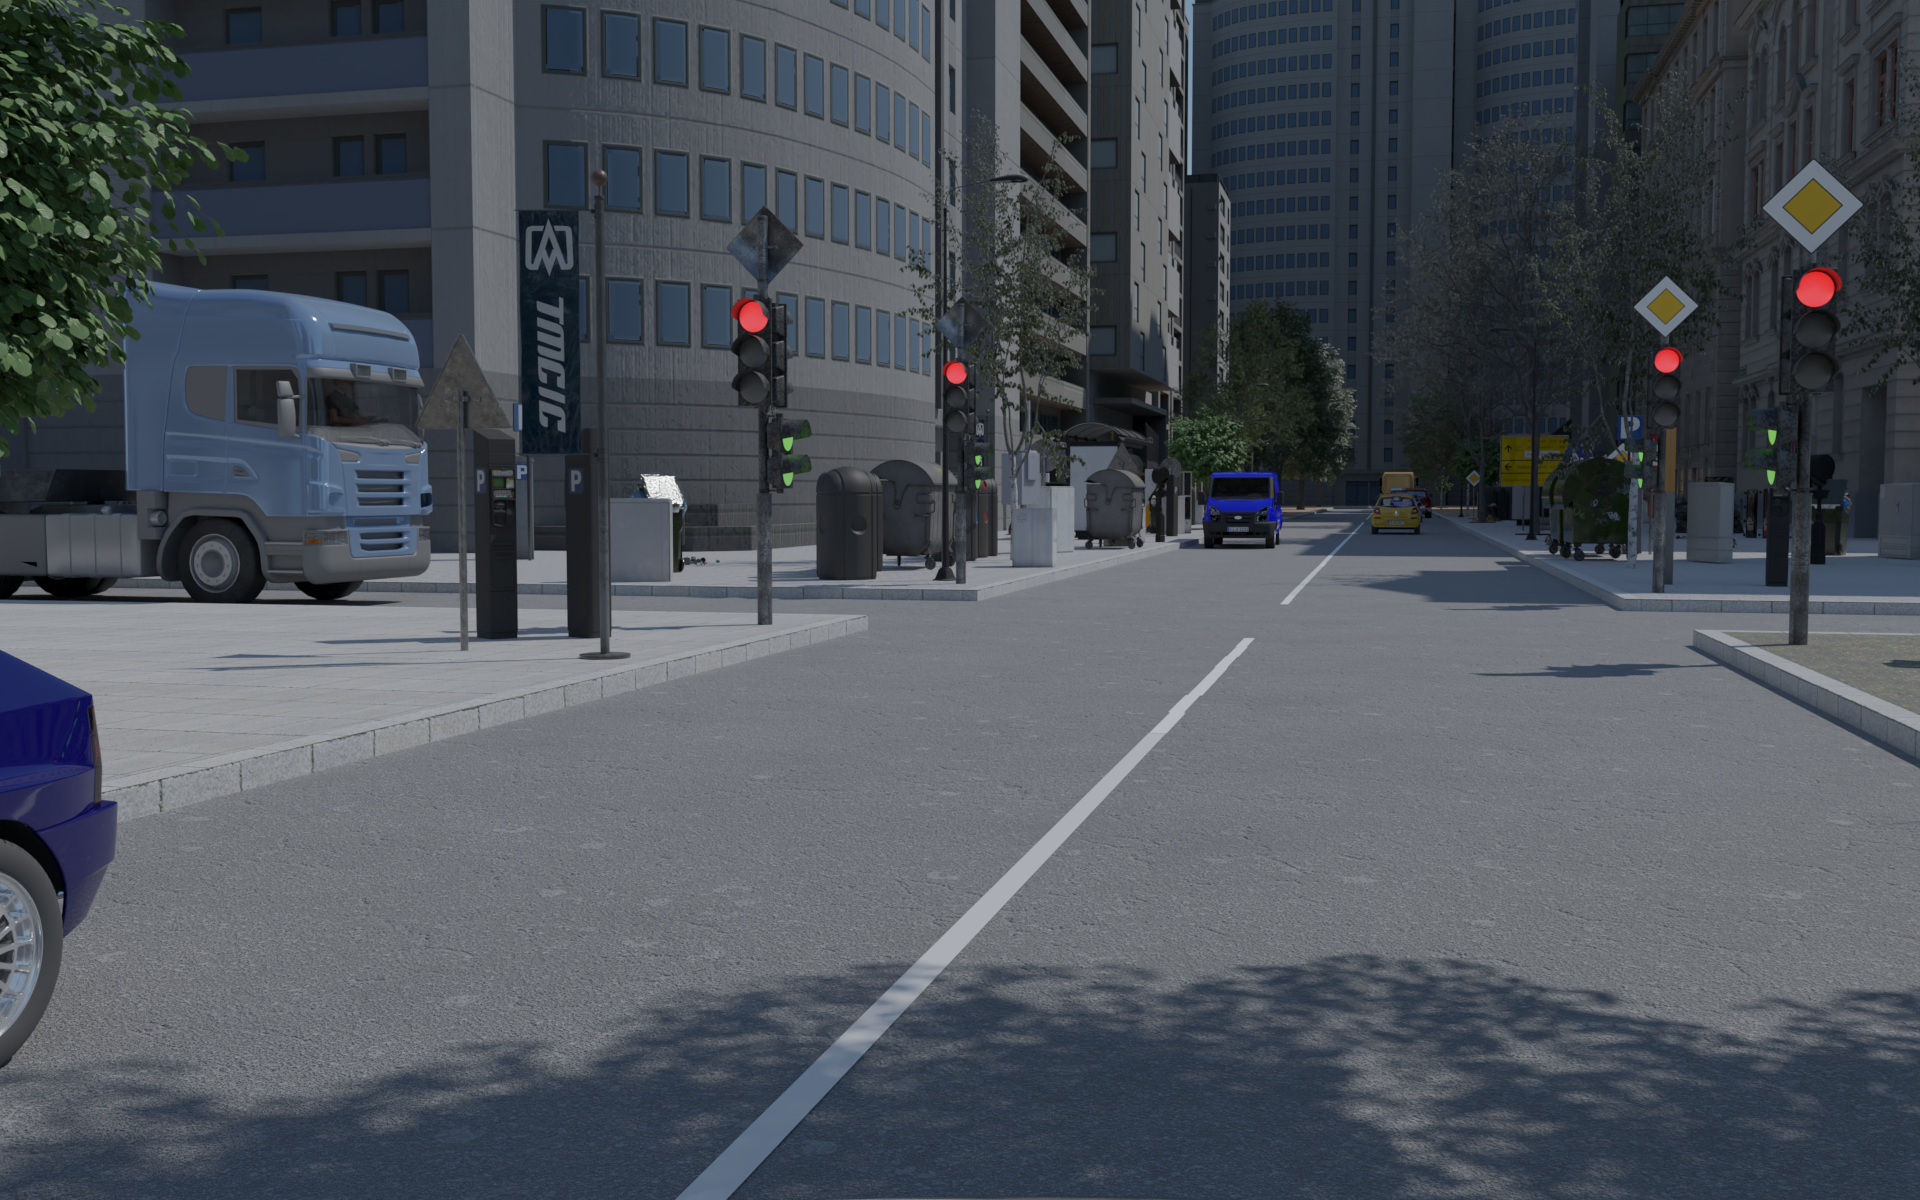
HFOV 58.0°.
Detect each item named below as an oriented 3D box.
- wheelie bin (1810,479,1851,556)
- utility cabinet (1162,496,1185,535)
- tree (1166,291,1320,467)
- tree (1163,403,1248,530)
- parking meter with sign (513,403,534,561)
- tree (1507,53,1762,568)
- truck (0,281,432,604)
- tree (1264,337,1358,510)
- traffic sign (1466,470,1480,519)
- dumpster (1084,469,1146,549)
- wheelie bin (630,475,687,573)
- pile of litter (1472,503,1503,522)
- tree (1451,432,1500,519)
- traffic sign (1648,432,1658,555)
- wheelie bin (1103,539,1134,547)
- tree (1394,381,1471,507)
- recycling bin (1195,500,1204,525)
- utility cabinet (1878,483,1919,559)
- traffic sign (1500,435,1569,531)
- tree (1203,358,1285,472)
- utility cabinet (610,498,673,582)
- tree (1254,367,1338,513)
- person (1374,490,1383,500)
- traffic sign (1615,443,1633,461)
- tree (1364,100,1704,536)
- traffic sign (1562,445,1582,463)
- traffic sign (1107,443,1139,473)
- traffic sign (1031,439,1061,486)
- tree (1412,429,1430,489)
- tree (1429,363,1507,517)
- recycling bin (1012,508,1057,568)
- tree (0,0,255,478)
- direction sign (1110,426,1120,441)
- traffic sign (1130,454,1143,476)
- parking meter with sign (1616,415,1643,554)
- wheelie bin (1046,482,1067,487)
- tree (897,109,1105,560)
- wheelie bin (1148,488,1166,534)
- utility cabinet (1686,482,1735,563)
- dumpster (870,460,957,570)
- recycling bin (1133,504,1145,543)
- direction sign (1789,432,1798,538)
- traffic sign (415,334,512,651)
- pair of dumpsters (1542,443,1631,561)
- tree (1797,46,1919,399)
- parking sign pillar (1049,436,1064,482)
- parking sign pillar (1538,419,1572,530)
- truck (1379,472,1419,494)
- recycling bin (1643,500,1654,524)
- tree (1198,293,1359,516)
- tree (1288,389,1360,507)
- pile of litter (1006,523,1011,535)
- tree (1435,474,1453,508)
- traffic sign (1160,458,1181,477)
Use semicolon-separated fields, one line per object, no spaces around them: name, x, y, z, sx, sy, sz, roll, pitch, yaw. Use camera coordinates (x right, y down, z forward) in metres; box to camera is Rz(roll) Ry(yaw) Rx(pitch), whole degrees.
wheelie bin;18.228;-1.739;36.346;0.980;1.594;0.693;3;5;45
utility cabinet;6.727;-2.673;54.865;0.306;1.237;1.020;3;5;40
tree;12.954;-8.869;79.422;7.601;10.594;8.767;1;4;9
tree;8.980;-4.844;62.910;4.285;4.588;4.351;0;3;0
parking meter with sign;-8.636;-2.310;34.033;0.543;3.016;1.738;-2;4;-25
tree;11.669;-4.864;29.892;4.360;8.622;3.978;0;3;0
truck;-15.638;-2.110;24.261;18.799;4.110;2.967;1;4;16
tree;28.018;-14.399;142.073;9.857;13.997;8.962;0;3;0
traffic sign;24.619;-5.002;82.975;0.795;2.450;0.064;1;4;18
dumpster;3.646;-2.148;40.872;1.264;1.857;1.865;1;4;14
wheelie bin;-4.960;-1.245;28.270;0.980;1.594;0.693;-3;5;-42
pile of litter;24.817;-4.127;81.447;1.176;0.858;1.719;-1;4;-8
tree;26.907;-6.448;89.131;4.285;4.588;4.351;0;3;0
traffic sign;14.607;-2.238;36.588;0.884;2.594;0.081;1;4;14
wheelie bin;3.822;-2.110;42.412;0.980;1.594;0.693;-2;4;-25
tree;46.566;-15.406;170.016;7.486;12.596;7.792;0;3;0
recycling bin;9.909;-3.702;73.081;0.722;1.027;0.722;1;4;9
utility cabinet;18.654;-1.568;34.313;0.318;1.500;1.173;0;4;0
traffic sign;19.858;-4.041;59.939;2.265;3.308;0.079;1;4;14
tree;14.862;-8.538;89.957;4.737;8.622;4.395;0;3;0
utility cabinet;-4.744;-0.872;25.418;1.020;1.237;0.306;0;4;-1
tree;21.886;-11.792;118.557;9.928;11.665;9.643;0;3;0
person;34.940;-8.240;143.938;1.217;1.736;0.721;-1;4;-18
traffic sign;14.906;-2.314;39.019;0.795;2.450;0.064;1;4;17
tree;17.954;-8.781;53.939;12.009;13.543;11.850;0;3;0
traffic sign;15.973;-2.736;44.841;0.768;2.556;0.104;1;4;19
traffic sign;4.087;-2.680;43.829;0.884;2.594;0.081;1;4;20
traffic sign;1.932;-2.433;39.889;0.768;2.556;0.104;1;4;16
tree;39.781;-11.799;143.280;4.360;8.622;3.978;0;3;0
tree;29.133;-9.047;98.288;4.360;8.622;3.978;0;3;0
recycling bin;1.317;-1.103;30.593;0.722;1.027;0.722;1;4;9
tree;-5.366;-1.525;8.653;4.285;4.588;4.351;0;3;0
direction sign;5.165;-4.020;57.726;0.379;3.537;0.876;-1;4;-16
traffic sign;5.485;-3.399;55.688;0.768;2.556;0.104;1;4;20
parking meter with sign;14.576;-2.530;37.623;0.543;3.016;1.738;1;4;17
wheelie bin;2.528;-2.312;45.710;0.980;1.594;0.693;0;4;-7
tree;0.973;-5.065;33.169;4.360;8.622;3.978;0;3;0
wheelie bin;6.537;-2.967;56.410;0.693;1.594;0.980;1;4;22
utility cabinet;14.040;-1.451;32.397;0.318;1.500;1.173;0;4;-4
dumpster;-0.829;-1.483;30.004;1.264;1.857;1.865;1;4;14
recycling bin;4.401;-2.007;45.371;0.722;1.027;0.722;2;4;28
direction sign;24.255;-3.556;50.141;0.379;3.537;0.876;1;4;15
traffic sign;-4.060;-0.863;14.116;0.884;2.594;0.081;1;4;16
pair of dumpsters;12.703;-1.978;34.840;1.574;2.255;4.437;1;4;14
tree;15.726;-4.712;27.400;4.360;8.622;3.978;0;3;0
parking sign pillar;4.137;-5.564;79.443;1.447;3.967;1.447;3;5;43
parking sign pillar;21.167;-4.493;61.938;1.447;3.967;1.447;-1;4;-18
truck;38.624;-9.584;152.625;3.469;3.379;9.791;1;4;15
recycling bin;30.329;-3.856;75.601;0.722;1.027;0.722;-1;4;-22
tree;17.998;-11.147;99.262;9.611;12.733;9.660;0;3;0
tree;34.552;-15.211;166.829;7.486;12.596;7.792;0;3;0
pile of litter;2.219;-2.474;54.422;1.719;0.858;1.176;-1;4;-13
tree;44.540;-10.124;160.126;1.663;3.219;1.824;0;3;0
traffic sign;7.328;-3.689;60.426;0.768;2.556;0.104;1;4;21
